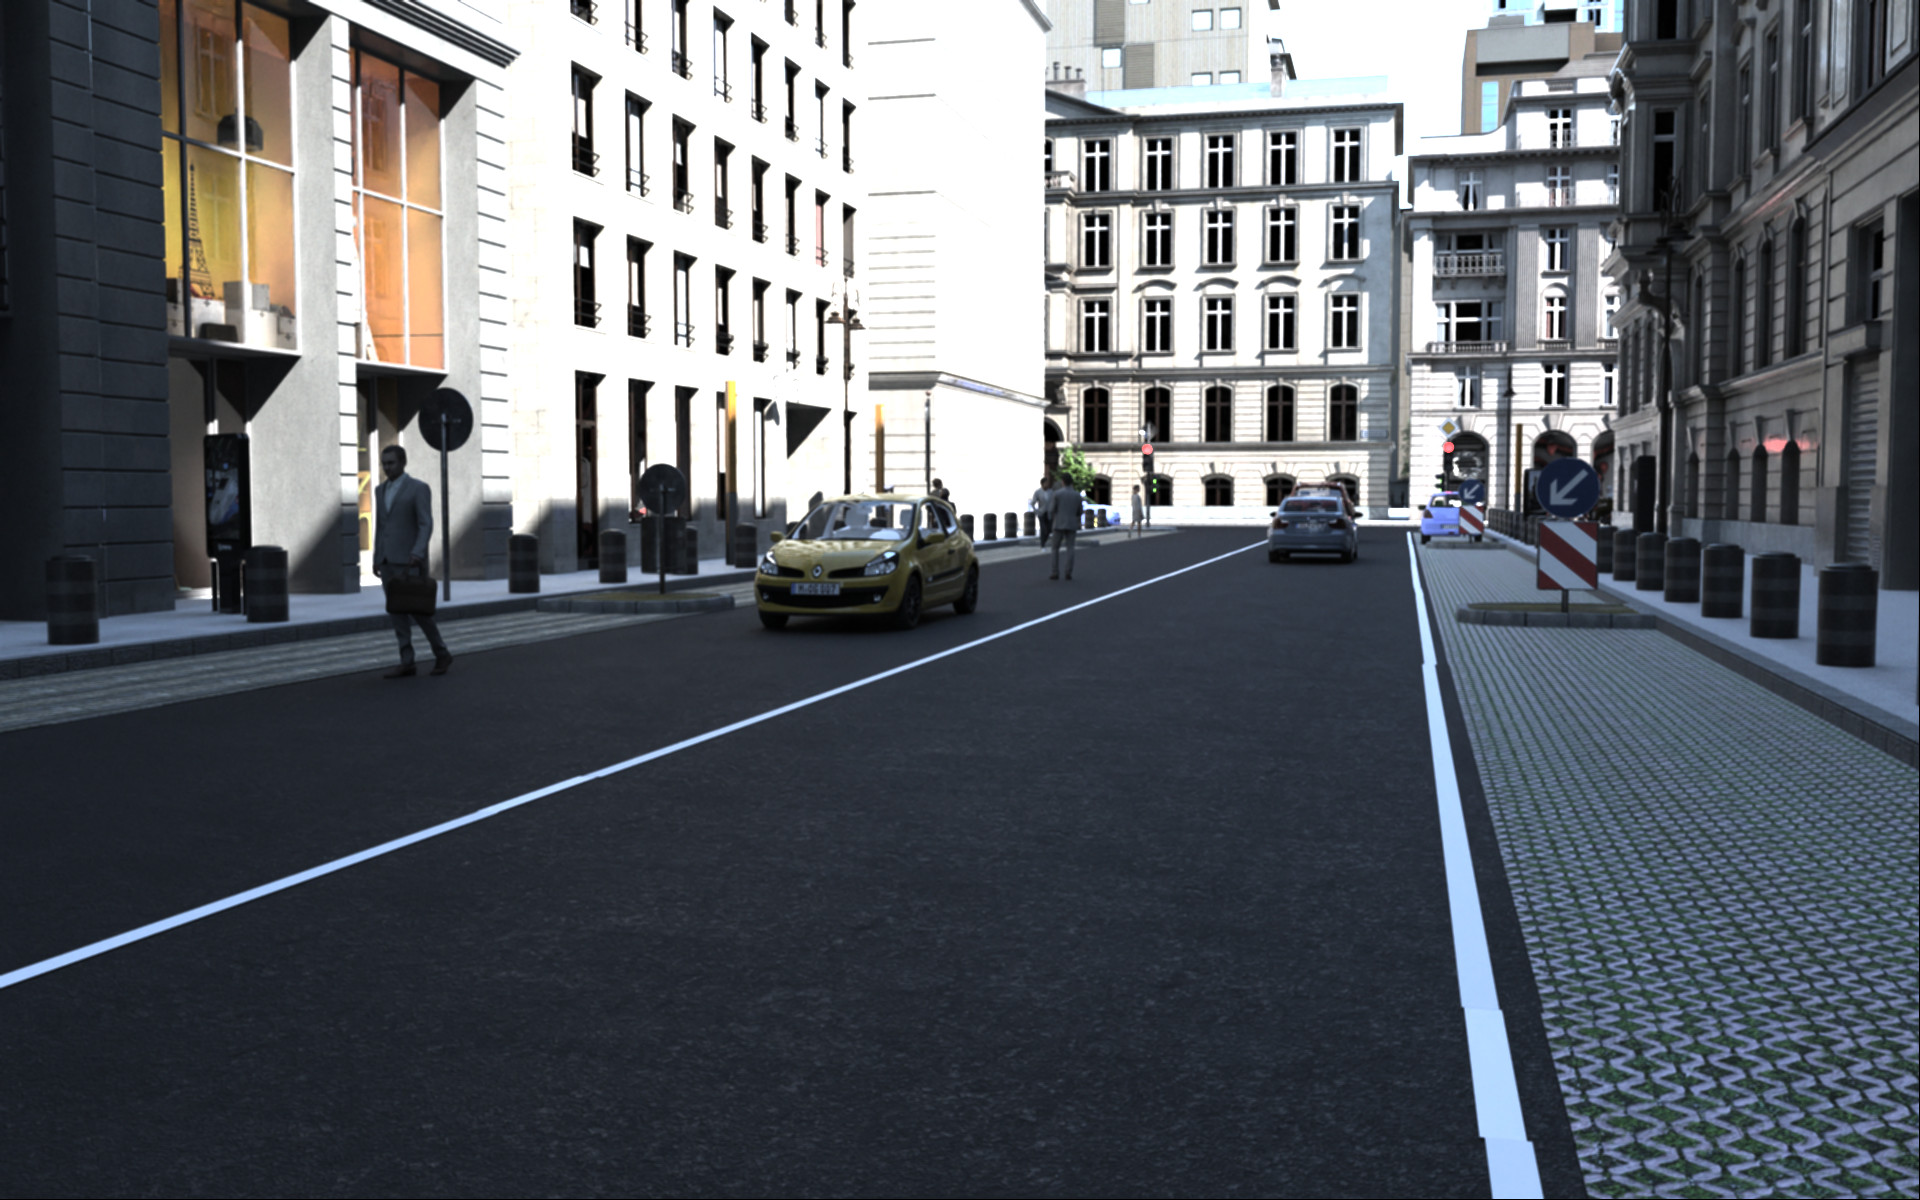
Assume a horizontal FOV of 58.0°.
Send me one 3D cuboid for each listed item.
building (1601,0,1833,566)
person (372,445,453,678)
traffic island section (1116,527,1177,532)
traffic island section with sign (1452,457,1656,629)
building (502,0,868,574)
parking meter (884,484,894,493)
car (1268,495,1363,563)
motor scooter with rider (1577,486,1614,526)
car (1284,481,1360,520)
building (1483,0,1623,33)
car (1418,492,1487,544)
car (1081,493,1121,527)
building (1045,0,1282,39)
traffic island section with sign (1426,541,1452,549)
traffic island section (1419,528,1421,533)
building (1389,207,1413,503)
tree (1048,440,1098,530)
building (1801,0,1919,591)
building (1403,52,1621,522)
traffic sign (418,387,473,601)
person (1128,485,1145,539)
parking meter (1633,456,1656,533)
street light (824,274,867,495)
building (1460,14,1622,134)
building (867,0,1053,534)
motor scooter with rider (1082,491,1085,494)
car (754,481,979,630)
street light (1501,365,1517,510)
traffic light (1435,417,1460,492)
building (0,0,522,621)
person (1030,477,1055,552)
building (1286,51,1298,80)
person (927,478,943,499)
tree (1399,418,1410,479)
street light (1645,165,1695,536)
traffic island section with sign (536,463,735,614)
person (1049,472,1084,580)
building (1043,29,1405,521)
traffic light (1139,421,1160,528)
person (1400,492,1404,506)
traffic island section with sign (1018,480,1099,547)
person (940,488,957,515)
[{"bbox_3d":[23.726,-13.668,42.559,14.460,24.649,34.723,1,4,14],"label":"building"},{"bbox_3d":[-4.370,-0.303,13.576,0.709,1.813,0.853,1,4,21],"label":"person"},{"bbox_3d":[7.156,-2.683,66.144,2.009,0.180,2.903,1,4,14],"label":"traffic island section"},{"bbox_3d":[6.610,-0.657,19.375,1.989,1.847,2.006,1,4,14],"label":"traffic island section with sign"},{"bbox_3d":[-9.422,-11.111,36.419,10.420,20.320,16.860,1,4,14],"label":"building"},{"bbox_3d":[-1.915,-2.248,45.163,0.372,1.533,0.369,0,3,0],"label":"parking meter"},{"bbox_3d":[7.667,-1.556,37.447,2.014,1.417,4.499,1,4,15],"label":"car"},{"bbox_3d":[24.991,-3.575,67.415,1.986,1.779,0.876,1,4,13],"label":"motor scooter with rider"},{"bbox_3d":[10.918,-2.677,52.440,2.281,1.827,5.304,1,4,14],"label":"car"},{"bbox_3d":[68.322,-54.029,196.050,22.319,86.520,31.000,1,4,14],"label":"building"},{"bbox_3d":[14.227,-2.474,50.047,1.945,1.707,3.694,1,4,16],"label":"car"},{"bbox_3d":[4.754,-3.758,71.030,3.694,1.707,1.945,1,4,13],"label":"car"},{"bbox_3d":[15.435,-35.352,167.247,28.713,52.752,27.495,1,4,14],"label":"building"},{"bbox_3d":[13.290,-2.255,45.492,1.989,1.847,2.006,1,4,14],"label":"traffic island section with sign"},{"bbox_3d":[17.853,-2.516,63.415,2.009,0.180,2.903,1,4,14],"label":"traffic island section"},{"bbox_3d":[65.257,-33.965,238.923,14.086,41.232,14.154,1,4,14],"label":"building"},{"bbox_3d":[3.916,-4.116,61.892,1.663,3.219,1.824,0,3,0],"label":"tree"},{"bbox_3d":[16.861,-10.859,10.824,16.112,22.955,30.059,1,4,14],"label":"building"},{"bbox_3d":[33.638,-14.765,83.206,24.055,21.916,13.314,1,4,14],"label":"building"},{"bbox_3d":[-6.166,-1.261,20.729,0.768,2.556,0.104,1,4,19],"label":"traffic sign"},{"bbox_3d":[5.649,-2.830,55.529,0.466,1.731,0.760,2,4,28],"label":"person"},{"bbox_3d":[10.498,-1.277,26.596,0.255,1.863,0.399,1,4,11],"label":"parking meter"},{"bbox_3d":[-2.393,-3.895,36.474,0.468,5.910,1.993,1,4,14],"label":"street light"},{"bbox_3d":[54.243,-31.376,163.103,14.600,45.320,14.200,1,4,14],"label":"building"},{"bbox_3d":[-19.518,-17.516,62.802,44.131,29.872,17.030,1,4,14],"label":"building"},{"bbox_3d":[5.226,-4.212,77.823,1.986,1.779,0.876,1,4,16],"label":"motor scooter with rider"},{"bbox_3d":[-0.997,-0.578,19.668,2.015,1.641,3.980,1,4,14],"label":"car"},{"bbox_3d":[19.714,-5.474,62.290,0.468,5.910,1.993,1,4,14],"label":"street light"},{"bbox_3d":[17.817,-4.550,63.310,0.839,4.253,0.868,1,4,14],"label":"traffic light"},{"bbox_3d":[-15.650,-14.377,12.559,11.434,29.767,29.804,1,4,14],"label":"building"},{"bbox_3d":[2.049,-2.108,42.809,0.661,1.843,0.795,-1,4,-19],"label":"person"},{"bbox_3d":[26.638,-37.911,209.089,27.495,52.752,28.713,1,4,14],"label":"building"},{"bbox_3d":[-0.433,-1.607,35.318,0.519,1.759,0.362,3,4,39],"label":"person"},{"bbox_3d":[43.084,-14.360,151.793,9.611,12.733,9.660,0,3,0],"label":"tree"},{"bbox_3d":[10.096,-3.179,24.765,0.468,5.910,1.993,1,4,14],"label":"street light"},{"bbox_3d":[-3.906,-0.789,21.525,1.989,1.847,2.006,1,4,14],"label":"traffic island section with sign"},{"bbox_3d":[1.755,-1.254,29.211,0.606,1.804,0.583,-1,4,-18],"label":"person"},{"bbox_3d":[5.275,-16.620,90.818,34.723,24.649,14.460,1,4,14],"label":"building"},{"bbox_3d":[7.192,-4.714,65.999,0.839,4.253,0.868,1,4,14],"label":"traffic light"},{"bbox_3d":[55.230,-12.671,216.387,0.721,1.735,1.217,3,5,40],"label":"person"},{"bbox_3d":[2.778,-2.386,47.642,1.989,1.847,2.006,1,4,14],"label":"traffic island section with sign"},{"bbox_3d":[-0.375,-1.350,32.775,0.569,1.553,0.471,3,5,42],"label":"person"}]
